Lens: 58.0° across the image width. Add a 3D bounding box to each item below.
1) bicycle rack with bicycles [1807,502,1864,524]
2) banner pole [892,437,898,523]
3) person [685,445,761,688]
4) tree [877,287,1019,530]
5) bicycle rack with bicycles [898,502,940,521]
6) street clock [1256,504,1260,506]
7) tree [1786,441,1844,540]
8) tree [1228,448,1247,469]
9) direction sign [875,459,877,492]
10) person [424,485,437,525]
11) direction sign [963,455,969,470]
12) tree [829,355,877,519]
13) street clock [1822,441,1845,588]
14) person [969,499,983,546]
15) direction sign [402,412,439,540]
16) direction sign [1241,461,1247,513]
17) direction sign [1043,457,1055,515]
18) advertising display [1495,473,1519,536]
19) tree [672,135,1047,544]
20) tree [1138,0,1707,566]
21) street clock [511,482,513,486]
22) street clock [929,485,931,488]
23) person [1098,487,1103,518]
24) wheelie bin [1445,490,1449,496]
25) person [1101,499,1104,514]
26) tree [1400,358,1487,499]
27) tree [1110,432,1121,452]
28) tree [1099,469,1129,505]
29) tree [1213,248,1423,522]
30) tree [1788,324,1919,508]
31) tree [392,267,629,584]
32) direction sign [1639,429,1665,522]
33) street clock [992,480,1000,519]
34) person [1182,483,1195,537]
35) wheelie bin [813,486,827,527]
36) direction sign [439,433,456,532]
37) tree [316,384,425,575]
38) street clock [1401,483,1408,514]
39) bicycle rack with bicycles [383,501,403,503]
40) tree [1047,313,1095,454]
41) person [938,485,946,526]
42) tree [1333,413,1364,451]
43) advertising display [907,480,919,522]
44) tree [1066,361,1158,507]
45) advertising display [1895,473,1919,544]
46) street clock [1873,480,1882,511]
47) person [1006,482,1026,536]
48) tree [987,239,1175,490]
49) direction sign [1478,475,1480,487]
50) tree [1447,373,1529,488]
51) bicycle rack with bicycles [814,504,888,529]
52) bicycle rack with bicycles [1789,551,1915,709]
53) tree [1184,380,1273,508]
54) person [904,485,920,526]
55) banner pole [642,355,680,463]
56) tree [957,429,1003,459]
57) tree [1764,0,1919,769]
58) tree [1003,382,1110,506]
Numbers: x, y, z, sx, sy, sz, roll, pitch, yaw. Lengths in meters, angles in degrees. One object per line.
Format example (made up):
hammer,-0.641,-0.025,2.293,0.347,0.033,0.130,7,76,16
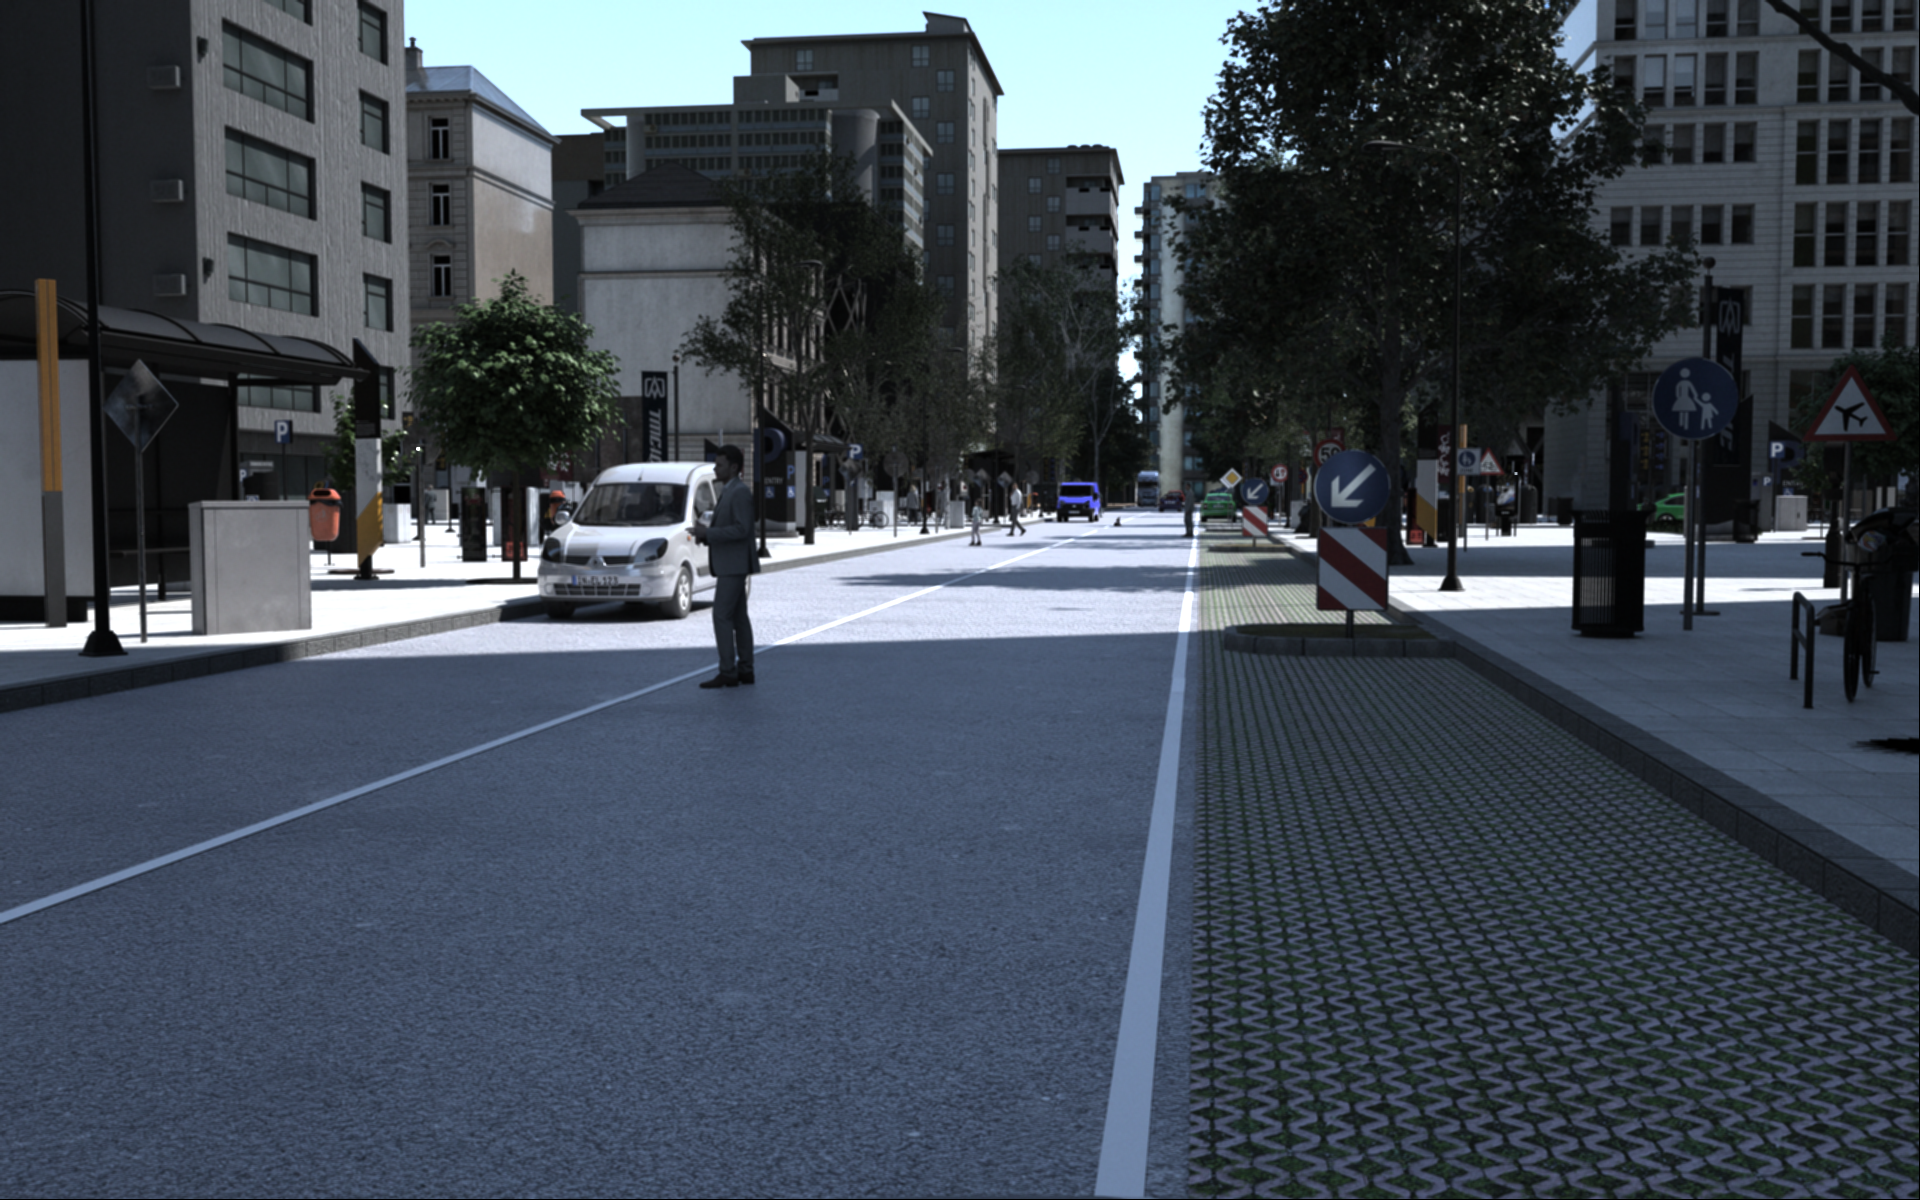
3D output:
bicycle rack with bicycles,36.961,-3.708,74.012,2.925,0.926,2.852,-1,4,-19
banner pole,-2.859,-5.277,76.291,0.401,3.779,0.863,-1,4,-20
person,-1.796,-0.262,12.981,0.583,1.804,0.606,-1,4,-21
tree,-0.222,-6.850,62.355,4.360,8.622,3.978,0,3,0
bicycle rack with bicycles,-2.242,-4.248,82.837,2.925,0.926,2.852,0,4,5
street clock,15.589,-5.257,90.527,0.358,2.002,0.471,-2,4,-34
tree,24.255,-3.325,48.967,1.663,3.219,1.824,0,3,0
tree,27.138,-13.410,169.622,4.737,8.622,4.395,0,3,0
direction sign,-4.738,-6.475,97.861,0.379,3.537,0.876,-1,4,-10
person,-22.160,-3.887,72.226,0.590,1.801,0.661,2,4,29
direction sign,0.632,-6.640,100.554,0.876,3.537,0.379,1,4,13
tree,-4.698,-8.575,90.570,4.360,8.622,3.978,0,3,0
street clock,11.933,-1.166,23.627,0.358,2.002,0.471,3,5,40
person,0.434,-2.158,48.055,0.394,1.301,0.425,2,4,28
direction sign,-15.021,-3.423,47.968,0.379,3.537,0.876,3,5,40
direction sign,19.549,-7.772,119.066,0.379,3.537,0.876,2,4,28
direction sign,5.450,-6.967,105.903,0.876,3.537,0.379,3,5,41
advertising display,16.689,-2.915,52.866,0.123,1.923,0.974,-1,4,-20
tree,-3.631,-6.719,44.265,8.767,10.594,7.601,3,4,37
tree,7.900,-6.989,31.279,9.611,12.733,9.660,0,3,0
street clock,-24.585,-5.573,95.696,0.471,2.002,0.358,3,4,36
street clock,-2.591,-8.393,141.795,0.358,2.002,0.471,-2,4,-28
person,8.157,-5.782,103.023,0.713,1.824,0.794,-2,4,-31
wheelie bin,24.768,-4.835,86.960,0.980,1.594,0.693,-3,5,-41
person,10.134,-7.098,125.227,0.598,1.740,0.731,2,4,27
tree,25.068,-8.527,89.773,4.737,8.622,4.395,0,3,0
tree,15.554,-14.380,185.472,4.737,8.622,4.395,0,3,0
tree,17.500,-13.091,197.756,4.285,4.588,4.351,0,3,0
tree,12.262,-8.609,58.880,7.486,12.596,7.792,0,3,0
tree,17.994,-3.060,33.744,4.285,4.588,4.351,0,3,0
tree,-6.552,-2.533,25.125,4.285,4.588,4.351,0,3,0
direction sign,24.129,-4.188,60.463,0.876,3.537,0.379,0,4,-3
street clock,1.858,-5.188,89.391,0.358,2.002,0.471,2,4,35
person,7.656,-3.014,57.874,0.391,1.810,0.635,0,4,-5
wheelie bin,-5.628,-3.626,67.197,0.693,1.594,0.980,3,5,41
direction sign,-17.085,-4.034,57.948,0.876,3.537,0.379,0,4,-7
tree,-9.740,-2.033,27.837,1.663,3.219,1.824,0,3,0
street clock,28.870,-6.607,112.602,0.358,2.002,0.471,3,5,43
bicycle rack with bicycles,-39.894,-6.341,117.063,2.925,0.926,2.852,2,4,32
tree,2.793,-9.015,81.802,7.601,10.594,8.767,1,4,17
person,-0.640,-3.720,69.448,0.709,1.813,0.853,1,4,12
tree,30.471,-11.623,140.395,4.737,8.622,4.395,0,3,0
advertising display,-2.127,-4.489,78.613,0.123,1.923,0.974,2,4,23
tree,13.839,-15.844,165.702,9.857,13.997,8.962,0,3,0
advertising display,20.008,-1.900,36.271,0.123,1.923,0.974,-1,4,-16
street clock,32.760,-3.497,61.749,0.358,2.002,0.471,0,4,4
person,1.906,-3.105,59.363,0.850,1.850,0.679,-2,4,-29
tree,8.691,-16.560,126.649,12.611,20.169,13.585,0,3,0
direction sign,29.993,-6.613,100.123,0.379,3.537,0.876,1,4,13
tree,25.136,-8.002,81.202,4.360,8.622,3.978,0,3,0
bicycle rack with bicycles,-4.423,-3.086,63.832,2.925,0.926,2.852,1,4,22
bicycle rack with bicycles,6.424,0.151,10.906,2.852,0.926,2.925,2,4,24
tree,25.477,-15.475,159.666,9.857,13.997,8.962,0,3,0
person,-2.045,-3.888,72.249,0.709,1.800,0.728,1,4,23
banner pole,-5.316,-2.515,31.145,0.863,3.779,0.401,-2,4,-23
tree,1.309,-11.707,141.764,4.737,8.622,4.395,0,3,0
tree,4.946,-5.044,8.220,9.928,11.665,9.643,0,3,0
tree,6.167,-9.792,110.461,4.737,8.622,4.395,0,3,0
